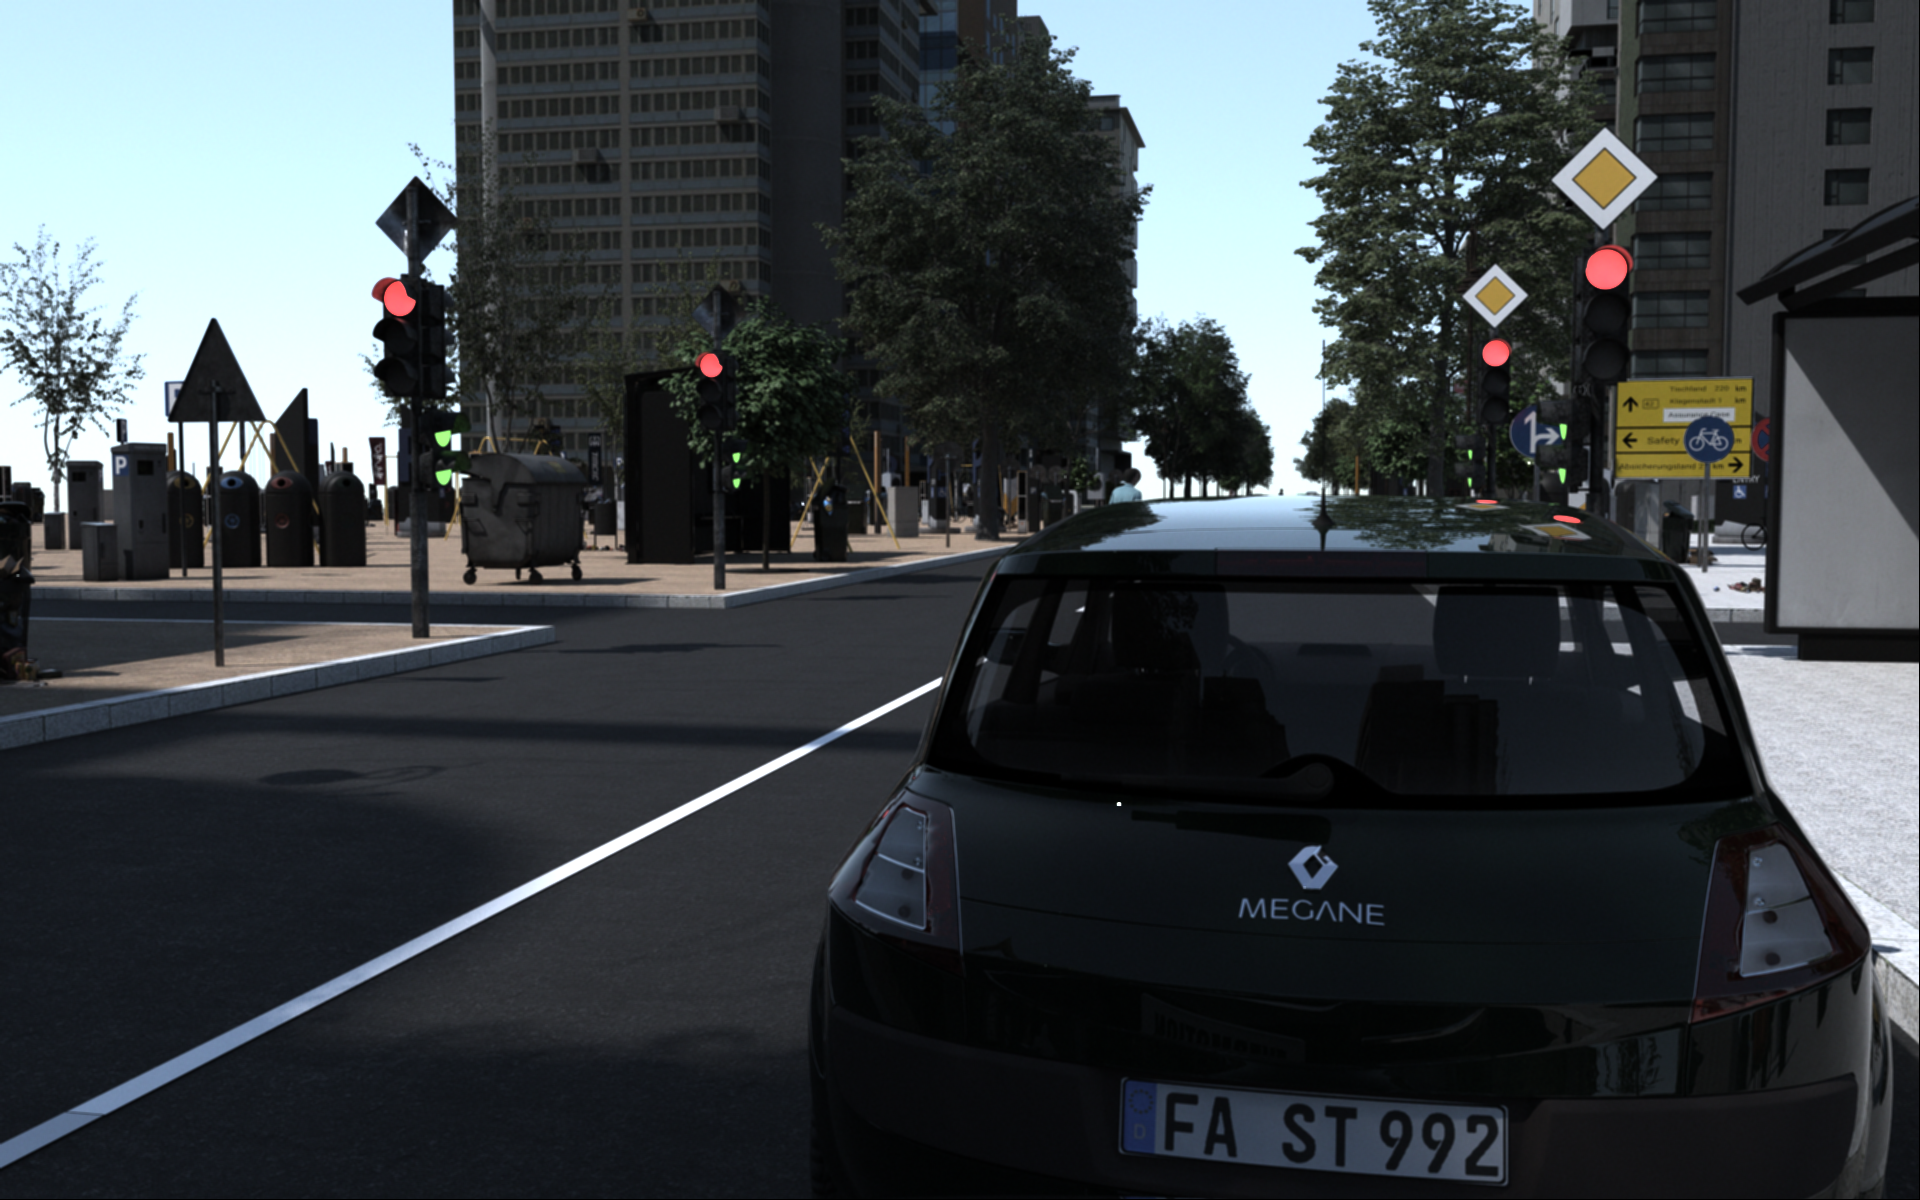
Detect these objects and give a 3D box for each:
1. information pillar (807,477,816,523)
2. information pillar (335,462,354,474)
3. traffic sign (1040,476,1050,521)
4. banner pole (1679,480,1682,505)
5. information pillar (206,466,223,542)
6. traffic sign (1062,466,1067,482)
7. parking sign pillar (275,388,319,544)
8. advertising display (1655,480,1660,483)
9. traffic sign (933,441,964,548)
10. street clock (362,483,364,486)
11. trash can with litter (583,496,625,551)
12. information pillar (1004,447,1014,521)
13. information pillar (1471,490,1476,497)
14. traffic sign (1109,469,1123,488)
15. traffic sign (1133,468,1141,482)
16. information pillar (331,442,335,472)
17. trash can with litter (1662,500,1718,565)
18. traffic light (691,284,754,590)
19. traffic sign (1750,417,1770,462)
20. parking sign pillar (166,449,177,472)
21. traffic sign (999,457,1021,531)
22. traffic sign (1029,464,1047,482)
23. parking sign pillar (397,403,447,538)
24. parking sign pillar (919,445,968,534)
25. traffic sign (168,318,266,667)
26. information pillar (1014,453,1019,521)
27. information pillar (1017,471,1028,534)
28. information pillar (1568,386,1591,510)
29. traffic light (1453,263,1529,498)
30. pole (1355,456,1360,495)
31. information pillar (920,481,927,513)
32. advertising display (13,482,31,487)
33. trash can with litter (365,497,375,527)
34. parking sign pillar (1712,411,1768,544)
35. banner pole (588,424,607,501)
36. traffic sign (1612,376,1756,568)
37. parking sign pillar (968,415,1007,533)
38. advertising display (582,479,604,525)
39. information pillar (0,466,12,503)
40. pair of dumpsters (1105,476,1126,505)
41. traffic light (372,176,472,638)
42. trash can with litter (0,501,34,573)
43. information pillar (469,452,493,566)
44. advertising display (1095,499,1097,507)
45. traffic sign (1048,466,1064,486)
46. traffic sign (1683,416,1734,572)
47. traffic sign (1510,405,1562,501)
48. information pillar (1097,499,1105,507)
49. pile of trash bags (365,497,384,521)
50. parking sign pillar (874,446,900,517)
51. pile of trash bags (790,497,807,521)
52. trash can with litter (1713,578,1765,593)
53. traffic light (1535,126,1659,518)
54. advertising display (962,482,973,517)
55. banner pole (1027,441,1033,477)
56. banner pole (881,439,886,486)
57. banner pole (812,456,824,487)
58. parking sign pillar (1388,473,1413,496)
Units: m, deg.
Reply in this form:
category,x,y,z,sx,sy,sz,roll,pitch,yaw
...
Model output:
category,x,y,z,sx,sy,sz,roll,pitch,yaw
information pillar,-6.498,-4.368,75.913,0.304,2.012,0.304,-2,4,-33
information pillar,-14.140,-2.161,39.830,0.304,2.012,0.304,3,5,43
traffic sign,3.838,-5.039,82.389,0.884,2.594,0.081,1,4,20
banner pole,30.008,-5.020,72.094,0.401,3.779,0.863,1,4,21
information pillar,-19.782,-2.540,46.018,0.304,2.012,0.304,2,4,26
traffic sign,4.861,-4.768,78.060,0.768,2.556,0.104,1,4,14
parking sign pillar,-17.046,-3.429,44.533,1.447,3.967,1.447,3,4,36
advertising display,25.390,-3.606,64.164,0.974,1.923,0.123,3,5,40
traffic sign,-0.288,-2.532,41.505,0.768,2.556,0.104,1,4,15
street clock,-36.531,-6.166,105.390,0.471,2.002,0.358,-2,4,-32
trash can with litter,-7.689,-1.721,39.199,2.233,1.210,1.678,1,4,9
information pillar,2.209,-5.450,80.455,0.183,3.616,0.504,2,4,31
information pillar,21.585,-4.983,72.823,0.183,3.616,0.504,0,4,-3
traffic sign,7.940,-5.395,88.320,0.768,2.556,0.104,1,4,16
traffic sign,8.439,-5.158,84.434,0.768,2.556,0.104,1,4,18
information pillar,-28.230,-5.301,78.024,0.183,3.616,0.504,-1,4,-10
trash can with litter,13.386,-1.247,31.778,0.624,1.170,1.055,-2,4,-35
traffic light,-3.215,-2.095,23.177,0.839,4.253,0.868,1,4,11
traffic sign,13.254,-1.719,28.212,0.768,2.556,0.104,1,4,12
parking sign pillar,-47.418,-7.031,103.423,1.447,3.967,1.447,1,4,22
traffic sign,1.727,-3.679,60.251,0.768,2.556,0.104,1,4,15
traffic sign,3.308,-4.510,73.852,0.768,2.556,0.104,1,4,15
parking sign pillar,-15.939,-3.839,51.234,1.447,3.967,1.447,1,4,9
parking sign pillar,-0.701,-4.138,56.128,1.447,3.967,1.447,-1,4,-12
traffic sign,-5.510,-0.784,12.816,0.884,2.594,0.081,1,4,19
information pillar,2.548,-5.503,81.330,0.504,3.616,0.183,-2,4,-24
information pillar,2.008,-3.126,55.596,0.304,2.012,0.304,0,4,7
information pillar,10.700,-2.348,29.742,0.504,3.616,0.183,1,4,13
traffic light,6.503,-1.976,21.233,0.839,4.253,0.868,1,4,11
pole,21.292,-6.050,92.759,0.158,3.312,0.155,0,3,0
information pillar,-2.024,-5.634,96.602,0.304,2.012,0.304,2,4,27
advertising display,-50.707,-5.411,93.676,0.974,1.923,0.123,0,4,7
trash can with litter,-23.864,-3.478,67.921,1.678,1.210,2.233,3,5,41
parking sign pillar,20.287,-3.446,44.808,1.447,3.967,1.447,-3,4,-39
banner pole,-12.974,-4.425,62.365,0.863,3.779,0.401,0,4,-4
traffic sign,12.602,-2.224,30.238,2.265,3.308,0.079,1,4,19
parking sign pillar,0.867,-4.270,58.293,1.447,3.967,1.447,-1,4,-21
advertising display,-15.476,-4.145,72.981,0.974,1.923,0.123,-3,4,-38
information pillar,-24.890,-2.481,45.061,0.304,2.012,0.304,0,4,8
pair of dumpsters,8.297,-5.515,92.666,1.574,2.255,4.437,1,4,12
traffic light,-4.800,-1.616,15.350,0.839,4.253,0.868,1,4,11
trash can with litter,-14.722,-0.946,26.855,0.624,1.170,1.055,-2,4,-27
information pillar,-8.417,-1.591,30.508,0.304,2.012,0.304,2,4,28
advertising display,6.893,-4.919,85.637,0.123,1.923,0.974,-1,4,-15
traffic sign,4.272,-4.724,77.337,0.768,2.556,0.104,1,4,17
traffic sign,12.197,-1.724,28.286,0.768,2.556,0.104,1,4,13
traffic sign,8.260,-1.511,24.817,0.768,2.556,0.104,1,4,16
information pillar,6.609,-4.695,81.250,0.304,2.012,0.304,2,4,30
pile of trash bags,-28.806,-4.500,83.321,1.912,1.369,3.447,-1,4,-11
parking sign pillar,-3.615,-5.965,86.003,1.447,3.967,1.447,0,4,-5
pile of trash bags,-8.771,-4.530,83.823,3.447,1.369,1.912,3,4,37
trash can with litter,10.800,-0.721,22.845,1.678,1.210,2.233,0,4,8
traffic light,4.918,-1.498,13.406,0.839,4.253,0.868,1,4,11
advertising display,0.596,-5.499,95.117,0.974,1.923,0.123,1,4,9
banner pole,3.256,-5.553,80.807,0.401,3.779,0.863,-1,4,-15
banner pole,-3.494,-5.429,78.780,0.401,3.779,0.863,1,4,16
banner pole,-6.508,-5.440,78.963,0.863,3.779,0.401,-3,5,-39
parking sign pillar,17.531,-4.917,68.867,1.447,3.967,1.447,3,5,41
